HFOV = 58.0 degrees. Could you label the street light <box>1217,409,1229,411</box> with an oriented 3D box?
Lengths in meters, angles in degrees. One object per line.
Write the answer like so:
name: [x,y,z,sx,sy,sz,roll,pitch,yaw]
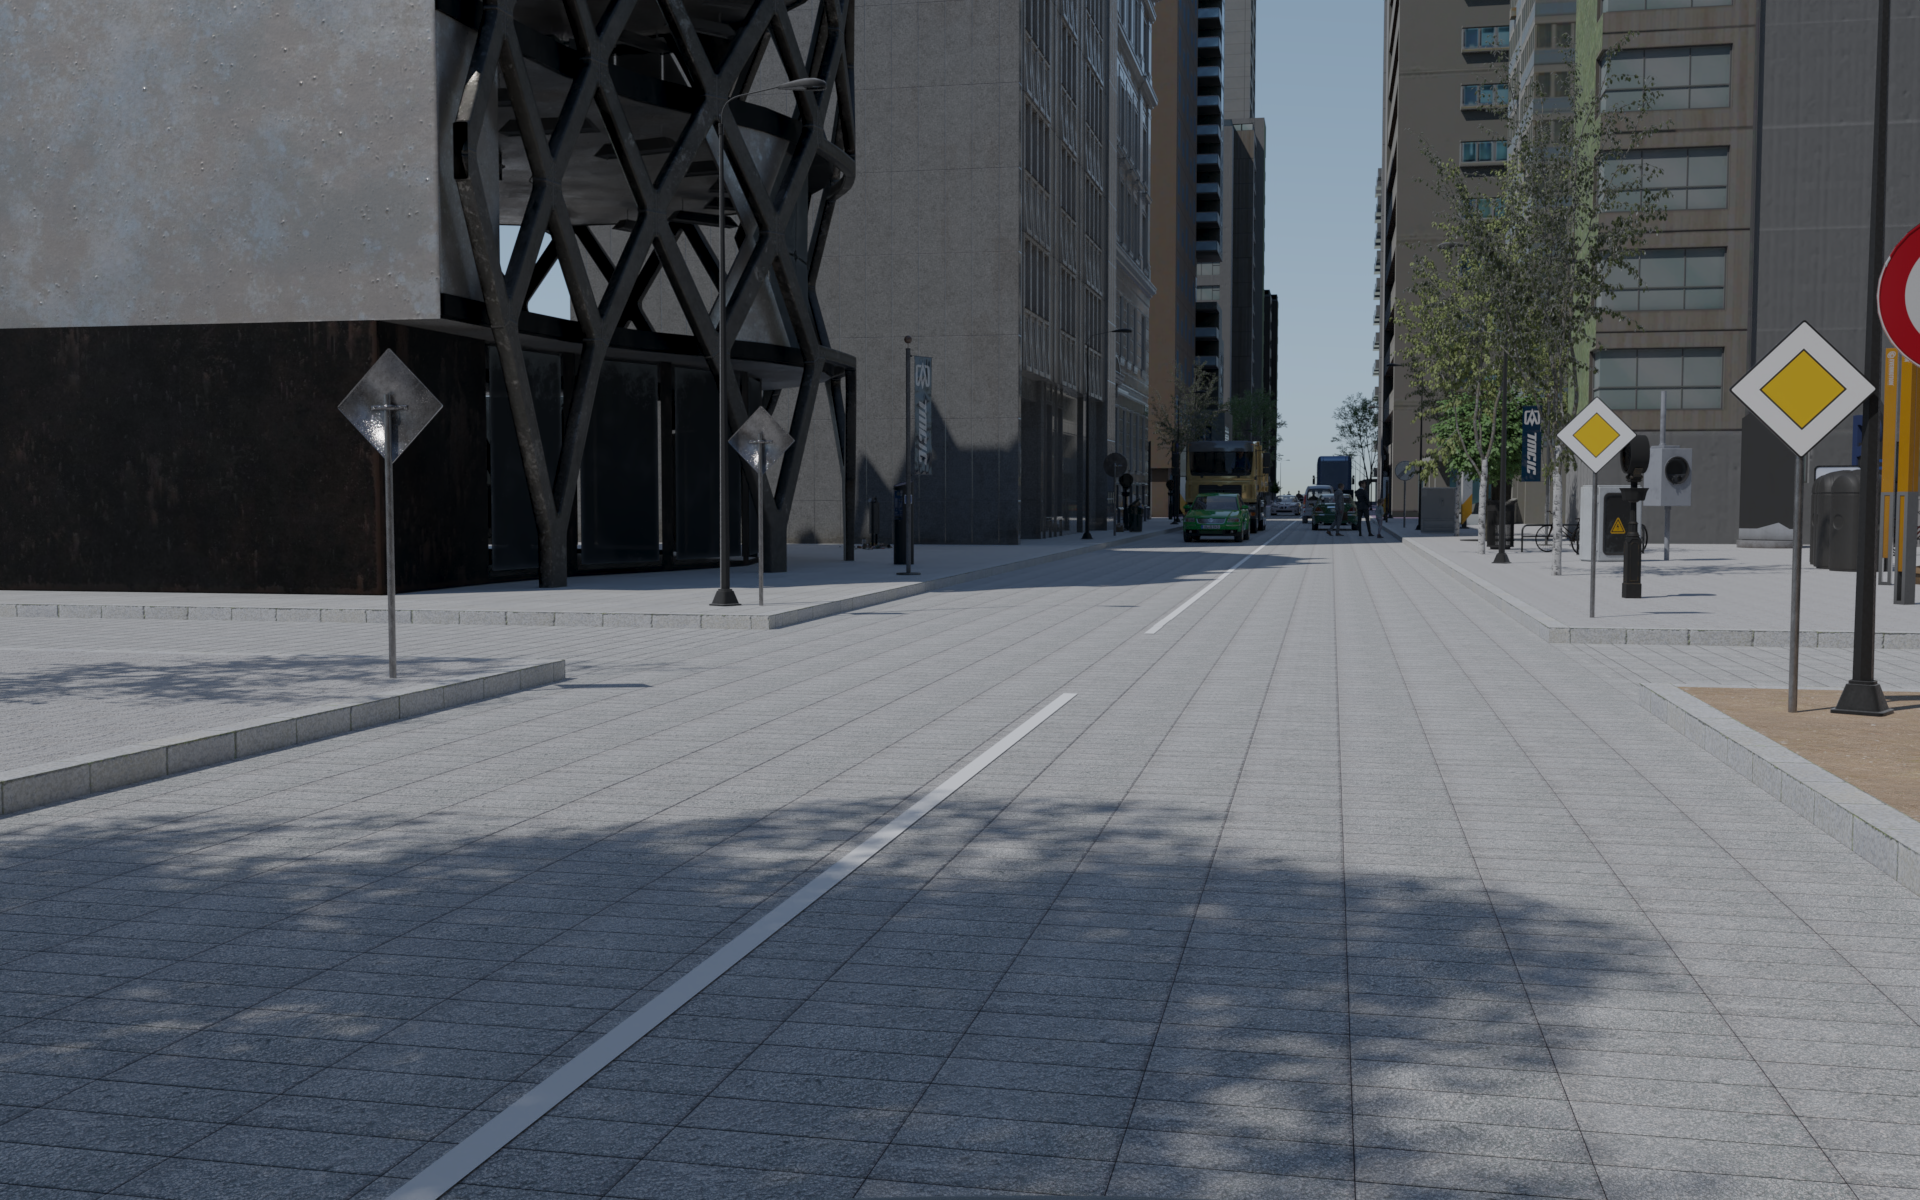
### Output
street light: [13.964,-7.479,94.820,1.470,5.913,1.316,1,4,12]

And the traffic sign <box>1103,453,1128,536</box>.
traffic sign: [4.752,-3.244,53.139,0.768,2.556,0.104,1,4,21]

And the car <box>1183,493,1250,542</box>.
car: [7.854,-2.694,52.845,1.959,1.807,4.718,1,4,13]

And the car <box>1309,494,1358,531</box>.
car: [15.095,-3.541,69.686,2.131,1.459,4.920,1,4,12]

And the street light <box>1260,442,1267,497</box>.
street light: [26.462,-11.058,153.342,1.470,5.913,1.316,1,4,12]

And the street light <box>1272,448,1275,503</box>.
street light: [31.325,-12.431,175.783,1.470,5.913,1.316,1,4,12]

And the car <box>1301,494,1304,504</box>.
car: [44.259,-12.958,223.867,2.014,1.417,4.499,1,4,10]

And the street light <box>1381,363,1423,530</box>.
street light: [15.828,-5.444,61.553,1.470,5.913,1.316,1,4,12]

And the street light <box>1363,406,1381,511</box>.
street light: [22.198,-7.269,91.392,1.470,5.913,1.316,1,4,12]

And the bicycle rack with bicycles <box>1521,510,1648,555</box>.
bicycle rack with bicycles: [13.724,-1.480,37.588,2.925,0.926,2.852,-1,4,-20]

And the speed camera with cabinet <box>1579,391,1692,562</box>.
speed camera with cabinet: [12.881,-2.363,32.979,2.038,3.252,0.660,-1,4,-14]

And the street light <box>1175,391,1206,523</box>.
street light: [10.350,-6.446,77.931,1.470,5.913,1.316,1,4,12]

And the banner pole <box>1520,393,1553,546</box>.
banner pole: [14.387,-3.247,43.104,0.863,3.779,0.401,1,4,14]

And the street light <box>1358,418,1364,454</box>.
street light: [25.192,-8.134,105.536,1.470,5.913,1.316,1,4,12]

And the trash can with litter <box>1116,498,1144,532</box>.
trash can with litter: [5.680,-2.875,58.393,1.055,1.170,0.624,0,4,6]

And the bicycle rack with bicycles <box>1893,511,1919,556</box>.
bicycle rack with bicycles: [20.177,-1.442,36.954,2.925,0.926,2.852,-1,4,-11]

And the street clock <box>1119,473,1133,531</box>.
street clock: [5.795,-3.421,60.509,0.471,2.002,0.358,0,4,-7]

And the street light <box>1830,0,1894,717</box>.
street light: [4.758,-2.297,10.090,1.470,5.913,1.316,1,4,12]

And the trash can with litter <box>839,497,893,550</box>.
trash can with litter: [-2.192,-1.822,40.840,1.678,1.210,2.233,0,4,8]

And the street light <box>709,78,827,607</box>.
street light: [-2.172,-2.879,19.620,1.470,5.913,1.316,1,4,12]

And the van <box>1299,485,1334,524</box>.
van: [17.746,-4.797,85.439,2.013,2.044,4.112,1,4,12]

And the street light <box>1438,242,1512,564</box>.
street light: [9.500,-3.637,32.008,1.470,5.913,1.316,1,4,12]

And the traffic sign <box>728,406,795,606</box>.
traffic sign: [-2.280,-0.990,19.827,0.795,2.450,0.064,1,4,12]

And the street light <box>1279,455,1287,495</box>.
street light: [37.612,-14.233,205.244,1.470,5.913,1.316,1,4,12]

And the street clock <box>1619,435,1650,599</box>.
street clock: [8.280,-1.023,21.295,0.358,2.002,0.471,0,4,5]

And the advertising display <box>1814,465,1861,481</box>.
advertising display: [19.672,-2.056,38.835,0.974,1.923,0.123,2,4,33]

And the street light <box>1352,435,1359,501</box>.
street light: [31.523,-9.937,135.008,1.470,5.913,1.316,1,4,12]

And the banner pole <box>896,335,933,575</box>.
banner pole: [-0.684,-2.300,27.615,0.401,3.779,0.863,3,4,36]

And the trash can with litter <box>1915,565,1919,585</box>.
trash can with litter: [13.819,-0.788,24.276,0.624,1.170,1.055,-2,4,-34]

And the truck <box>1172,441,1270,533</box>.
truck: [10.097,-4.242,65.280,3.469,3.379,9.791,1,4,13]

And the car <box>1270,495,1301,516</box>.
car: [21.921,-6.369,116.492,2.083,1.381,4.827,1,4,14]

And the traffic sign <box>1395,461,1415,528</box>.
traffic sign: [16.989,-4.039,66.144,0.768,2.556,0.104,1,4,20]

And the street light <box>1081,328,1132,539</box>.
street light: [4.132,-4.665,48.812,1.470,5.913,1.316,1,4,12]

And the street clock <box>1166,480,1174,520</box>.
street clock: [10.582,-5.041,86.993,0.471,2.002,0.358,1,4,13]

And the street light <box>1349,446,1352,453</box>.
street light: [38.083,-11.809,165.611,1.470,5.913,1.316,1,4,12]

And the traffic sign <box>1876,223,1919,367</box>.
traffic sign: [4.481,-0.466,7.719,0.768,2.556,0.104,1,4,21]

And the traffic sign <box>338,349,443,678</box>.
traffic sign: [-3.953,-0.512,12.018,0.795,2.450,0.064,1,4,12]

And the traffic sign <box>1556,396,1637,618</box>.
traffic sign: [6.560,-0.873,17.919,0.795,2.450,0.064,1,4,12]

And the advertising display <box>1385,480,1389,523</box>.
advertising display: [19.325,-4.476,78.402,0.123,1.923,0.974,1,4,14]

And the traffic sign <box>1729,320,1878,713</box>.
traffic sign: [4.887,-0.396,10.110,0.795,2.450,0.064,1,4,12]

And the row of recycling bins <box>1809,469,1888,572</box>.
row of recycling bins: [15.355,-1.401,30.026,1.069,1.692,3.534,1,4,20]

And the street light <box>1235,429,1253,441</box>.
street light: [20.238,-9.266,124.038,1.470,5.913,1.316,1,4,12]
